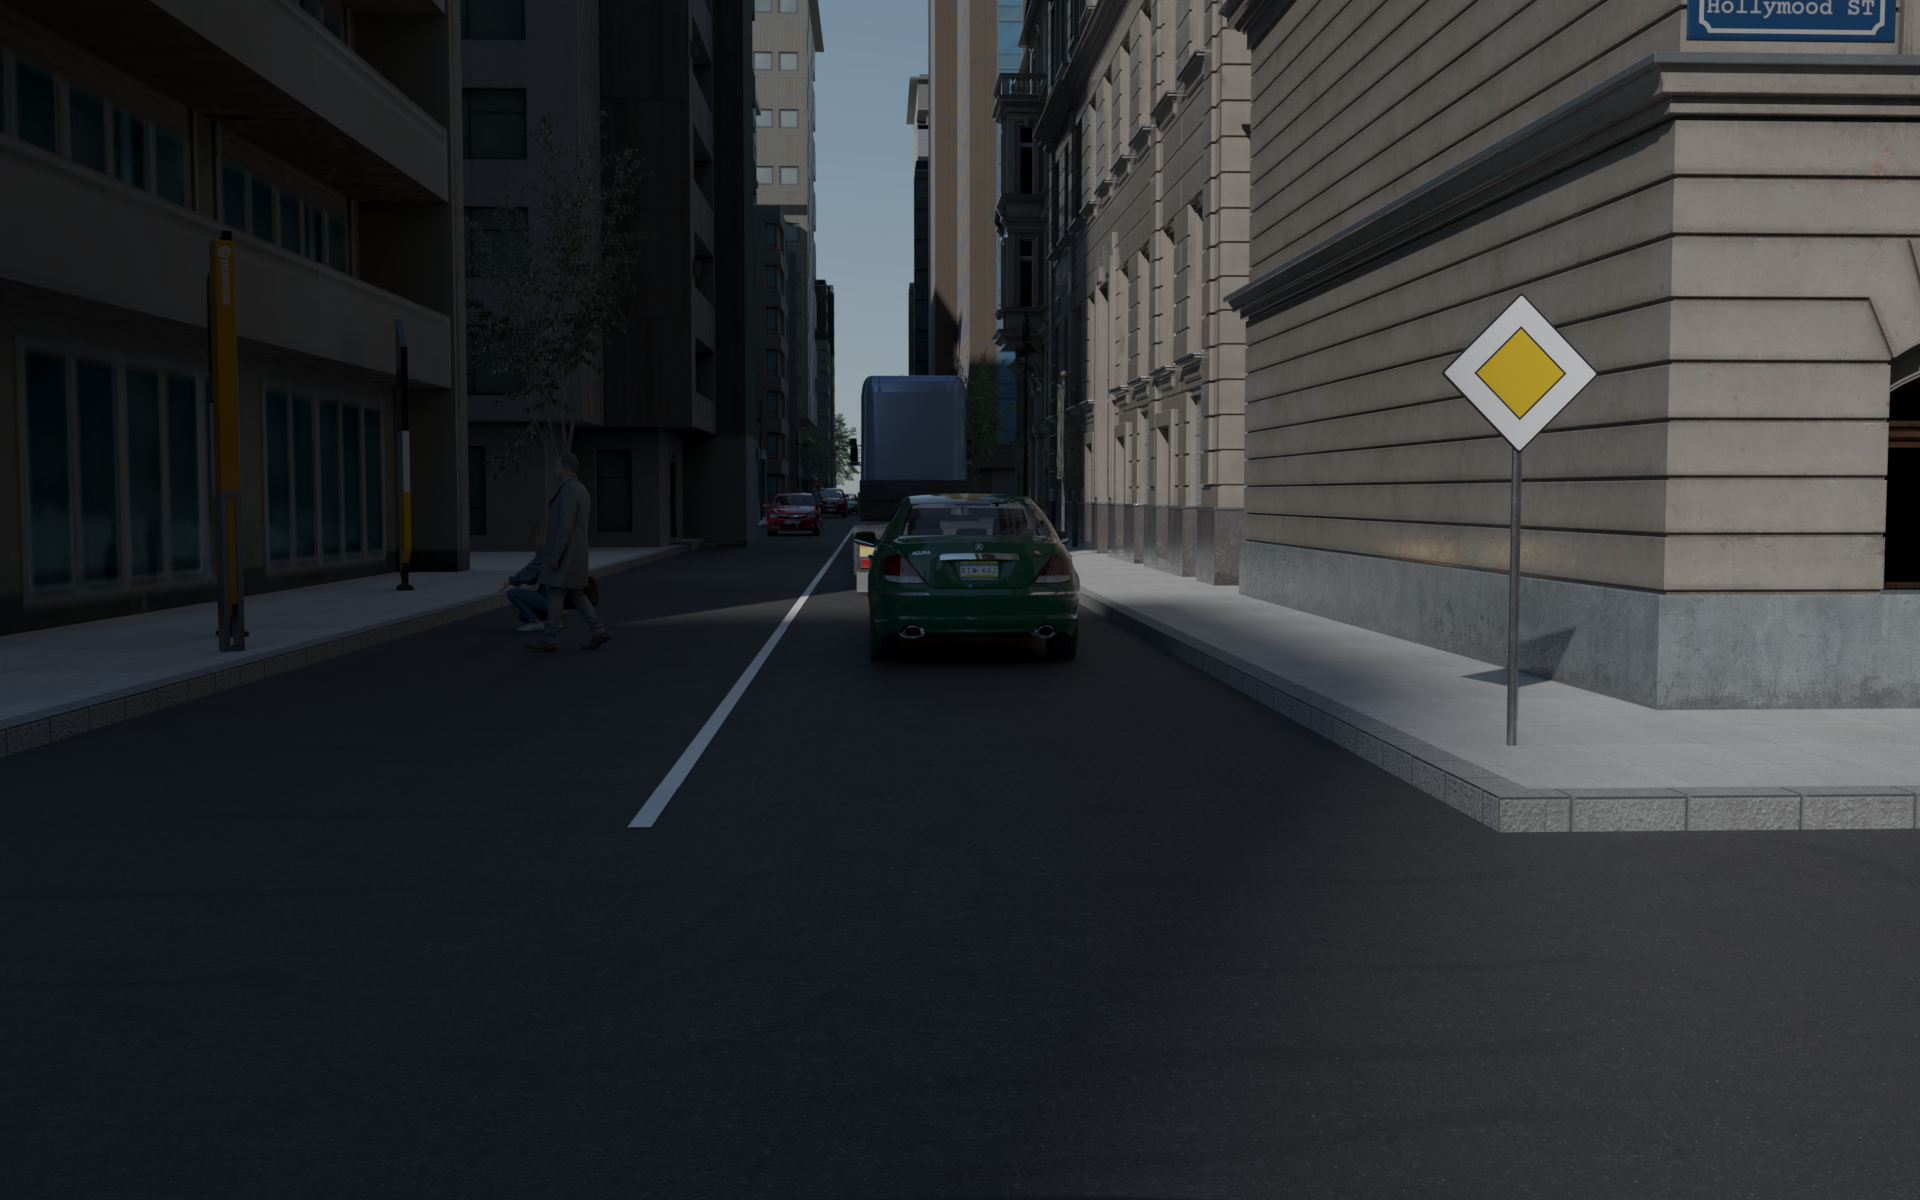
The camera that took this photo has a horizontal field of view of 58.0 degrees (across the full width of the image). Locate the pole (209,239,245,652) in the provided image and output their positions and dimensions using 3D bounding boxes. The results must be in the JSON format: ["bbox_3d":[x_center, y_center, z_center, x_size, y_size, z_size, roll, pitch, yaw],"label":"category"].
[{"bbox_3d":[-5.946,-1.235,14.044,0.158,3.312,0.155,0,3,0],"label":"pole"}]

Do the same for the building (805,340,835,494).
[{"bbox_3d":[-29.306,-22.215,208.258,27.650,21.520,28.899,0,4,-3],"label":"building"}]

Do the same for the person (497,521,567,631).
[{"bbox_3d":[-4.515,-0.254,18.150,0.738,1.151,1.012,1,4,8],"label":"person"}]

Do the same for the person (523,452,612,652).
[{"bbox_3d":[-3.601,-0.442,15.833,0.767,1.812,0.694,0,3,0],"label":"person"}]

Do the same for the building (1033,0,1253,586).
[{"bbox_3d":[8.616,-14.586,35.744,12.463,27.353,25.104,0,4,-3],"label":"building"}]

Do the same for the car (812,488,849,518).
[{"bbox_3d":[-7.996,-6.026,107.205,2.281,1.827,5.304,0,4,-2],"label":"car"}]

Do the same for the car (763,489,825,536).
[{"bbox_3d":[-5.817,-3.165,60.784,2.155,1.783,4.494,0,4,-4],"label":"car"}]

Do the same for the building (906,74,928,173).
[{"bbox_3d":[7.922,-38.302,215.470,28.713,52.752,27.495,0,4,-3],"label":"building"}]

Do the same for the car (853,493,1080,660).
[{"bbox_3d":[0.048,-0.283,16.433,2.131,1.459,4.920,0,4,-3],"label":"car"}]

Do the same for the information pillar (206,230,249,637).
[{"bbox_3d":[-6.636,-1.484,15.619,0.183,3.616,0.504,-3,5,-41],"label":"information pillar"}]

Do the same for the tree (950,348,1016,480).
[{"bbox_3d":[0.740,-8.429,88.176,4.737,8.622,4.395,0,3,0],"label":"tree"}]

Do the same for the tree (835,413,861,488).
[{"bbox_3d":[-17.427,-19.839,242.487,7.486,12.596,7.792,0,3,0],"label":"tree"}]

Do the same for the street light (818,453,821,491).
[{"bbox_3d":[-13.741,-11.968,168.457,0.468,5.910,1.993,0,4,-3],"label":"street light"}]

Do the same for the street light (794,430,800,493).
[{"bbox_3d":[-11.644,-9.263,124.244,0.468,5.910,1.993,0,4,-3],"label":"street light"}]

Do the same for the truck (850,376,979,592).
[{"bbox_3d":[-0.754,-2.681,33.588,2.967,4.110,18.799,0,4,-3],"label":"truck"}]

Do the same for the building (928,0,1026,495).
[{"bbox_3d":[5.021,-28.373,114.014,14.600,45.320,14.200,0,4,-3],"label":"building"}]

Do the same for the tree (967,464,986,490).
[{"bbox_3d":[0.298,-5.989,92.522,1.663,3.219,1.824,0,3,0],"label":"tree"}]

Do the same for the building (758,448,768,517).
[{"bbox_3d":[-21.009,-39.972,91.800,20.563,71.187,20.611,0,4,-3],"label":"building"}]

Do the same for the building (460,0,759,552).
[{"bbox_3d":[-12.691,-16.625,43.520,14.160,30.474,14.107,0,4,-3],"label":"building"}]

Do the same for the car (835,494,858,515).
[{"bbox_3d":[-7.835,-6.828,120.439,1.959,1.807,4.718,0,4,-5],"label":"car"}]

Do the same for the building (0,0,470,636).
[{"bbox_3d":[-18.437,-24.047,16.864,21.300,48.544,21.600,0,4,-3],"label":"building"}]

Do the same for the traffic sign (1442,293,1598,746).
[{"bbox_3d":[2.812,-0.314,8.776,0.795,2.450,0.064,0,4,-3],"label":"traffic sign"}]

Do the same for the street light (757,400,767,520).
[{"bbox_3d":[-9.766,-6.864,85.019,0.468,5.910,1.993,0,4,-3],"label":"street light"}]

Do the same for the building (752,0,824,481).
[{"bbox_3d":[-28.686,-36.081,179.158,28.713,52.752,27.495,0,4,-3],"label":"building"}]

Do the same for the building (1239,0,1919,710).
[{"bbox_3d":[20.808,-12.011,15.462,34.723,24.649,14.460,0,4,-3],"label":"building"}]

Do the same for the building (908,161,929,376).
[{"bbox_3d":[2.909,-23.325,153.063,14.160,30.474,14.107,0,4,-3],"label":"building"}]

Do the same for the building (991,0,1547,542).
[{"bbox_3d":[8.542,-15.118,66.259,14.460,24.649,34.723,0,4,-3],"label":"building"}]

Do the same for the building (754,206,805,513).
[{"bbox_3d":[-25.240,-16.687,117.879,27.650,21.520,28.899,0,4,-3],"label":"building"}]

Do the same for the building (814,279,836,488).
[{"bbox_3d":[-23.794,-28.014,229.731,14.160,30.474,14.107,0,4,-3],"label":"building"}]

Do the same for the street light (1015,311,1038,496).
[{"bbox_3d":[1.660,-4.342,43.784,0.468,5.910,1.993,0,4,-3],"label":"street light"}]

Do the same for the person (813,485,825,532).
[{"bbox_3d":[-5.251,-3.398,64.395,0.444,1.785,0.601,1,4,16],"label":"person"}]

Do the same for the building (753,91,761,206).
[{"bbox_3d":[-29.550,-27.624,143.531,32.217,40.220,23.993,0,4,-3],"label":"building"}]

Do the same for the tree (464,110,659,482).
[{"bbox_3d":[-7.766,-5.061,33.111,4.360,8.622,3.978,0,3,0],"label":"tree"}]

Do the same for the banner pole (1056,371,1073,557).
[{"bbox_3d":[2.042,-2.752,35.010,0.401,3.779,0.863,1,4,15],"label":"banner pole"}]

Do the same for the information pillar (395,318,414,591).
[{"bbox_3d":[-7.390,-1.935,22.993,0.183,3.616,0.504,-2,4,-26],"label":"information pillar"}]

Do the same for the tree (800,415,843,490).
[{"bbox_3d":[-13.144,-12.866,160.719,4.360,8.622,3.978,0,3,0],"label":"tree"}]

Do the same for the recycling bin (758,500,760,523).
[{"bbox_3d":[-9.321,-3.956,77.235,0.722,1.027,0.722,0,4,2],"label":"recycling bin"}]

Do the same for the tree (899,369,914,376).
[{"bbox_3d":[-4.359,-15.815,168.940,12.009,13.543,11.850,0,3,0],"label":"tree"}]
